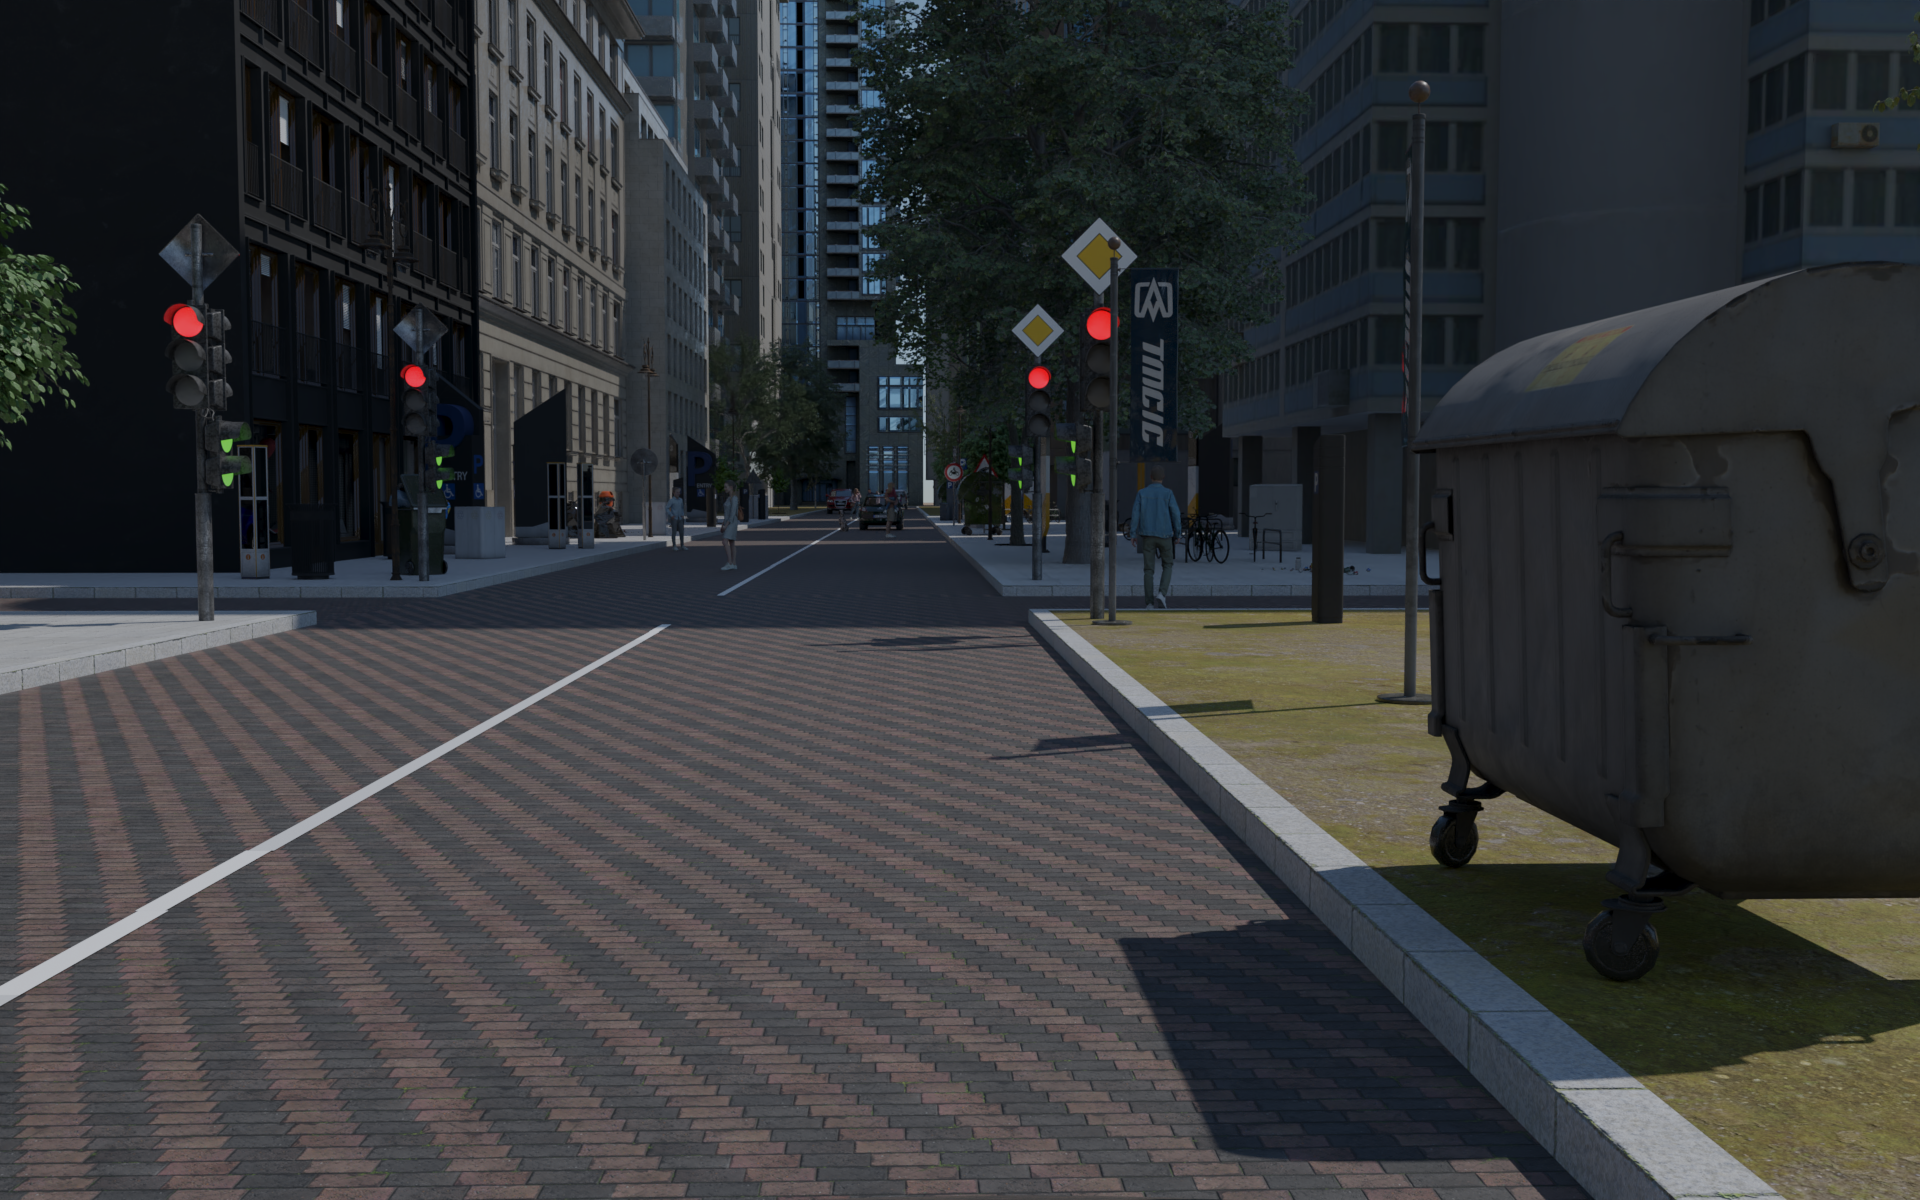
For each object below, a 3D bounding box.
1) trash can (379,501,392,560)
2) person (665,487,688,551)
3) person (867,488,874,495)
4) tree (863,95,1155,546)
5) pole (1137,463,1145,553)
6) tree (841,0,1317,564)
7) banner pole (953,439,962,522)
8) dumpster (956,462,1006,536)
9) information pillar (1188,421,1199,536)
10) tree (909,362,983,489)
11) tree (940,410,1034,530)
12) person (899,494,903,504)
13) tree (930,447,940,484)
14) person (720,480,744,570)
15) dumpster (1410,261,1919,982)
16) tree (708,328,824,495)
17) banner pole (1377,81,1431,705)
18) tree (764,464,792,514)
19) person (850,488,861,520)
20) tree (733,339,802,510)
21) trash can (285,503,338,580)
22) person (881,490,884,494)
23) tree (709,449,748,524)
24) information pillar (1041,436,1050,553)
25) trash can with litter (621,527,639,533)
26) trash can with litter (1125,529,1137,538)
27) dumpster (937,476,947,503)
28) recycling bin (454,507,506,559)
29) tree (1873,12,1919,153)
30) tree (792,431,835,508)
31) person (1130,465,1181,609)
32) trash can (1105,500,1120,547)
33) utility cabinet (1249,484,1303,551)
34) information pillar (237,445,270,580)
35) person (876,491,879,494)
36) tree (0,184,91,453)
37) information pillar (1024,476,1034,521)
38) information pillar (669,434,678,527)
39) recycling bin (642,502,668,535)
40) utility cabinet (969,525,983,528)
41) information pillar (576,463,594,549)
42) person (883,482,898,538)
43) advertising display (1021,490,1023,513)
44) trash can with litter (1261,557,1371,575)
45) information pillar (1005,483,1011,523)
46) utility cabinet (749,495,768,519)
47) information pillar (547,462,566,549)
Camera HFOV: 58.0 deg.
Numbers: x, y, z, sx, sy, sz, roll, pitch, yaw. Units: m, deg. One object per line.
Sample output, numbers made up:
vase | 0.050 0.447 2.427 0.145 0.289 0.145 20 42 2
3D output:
trash can | -11.033 -1.370 34.060 0.748 1.137 0.748 0 3 0
person | -7.204 -2.061 44.013 0.589 1.601 0.330 -3 5 -39
person | -5.256 -5.713 102.364 0.683 1.767 0.568 1 4 17
tree | 1.465 -7.160 42.828 9.928 11.665 9.643 0 3 0
pole | 3.906 -2.663 37.379 0.158 3.312 0.155 0 3 0
tree | 2.251 -7.635 31.482 9.857 13.997 8.962 0 3 0
banner pole | -0.183 -5.461 79.304 0.401 3.779 0.863 -1 4 -23
dumpster | 0.663 -3.165 54.249 1.502 2.255 1.985 0 4 -2
information pillar | 6.961 -3.694 51.749 0.183 3.616 0.504 -1 4 -23
tree | -0.393 -8.866 95.320 4.737 8.622 4.395 0 3 0
tree | 1.562 -4.775 61.792 4.285 4.588 4.351 0 3 0
person | -5.413 -8.858 156.544 0.599 1.433 0.991 0 4 5
tree | -0.206 -7.415 104.948 4.285 4.588 4.351 0 3 0
person | -4.363 -1.434 32.948 0.522 1.701 0.512 -2 4 -24
dumpster | 2.229 0.033 5.217 1.264 1.857 1.865 0 4 -2
tree | -11.699 -9.905 96.358 8.767 10.594 7.601 0 4 -2
banner pole | 2.816 -1.273 10.838 0.401 3.779 0.863 0 4 8
tree | -11.672 -7.202 112.351 1.663 3.219 1.824 0 3 0
person | -5.936 -5.415 97.626 0.593 1.750 0.643 -2 4 -29
tree | -13.479 -14.214 139.056 9.857 13.997 8.962 0 3 0
trash can | -9.757 -0.883 26.098 0.748 1.137 0.748 0 3 0
person | -6.678 -8.578 149.428 1.217 1.739 0.721 0 4 3
tree | -10.109 -4.879 74.369 1.663 3.219 1.824 0 3 0
information pillar | 1.850 -2.837 37.735 0.183 3.616 0.504 -1 4 -12
trash can with litter | -11.650 -2.873 58.028 1.678 1.210 2.233 -1 4 -13
trash can with litter | 5.282 -2.407 50.735 1.055 1.170 0.624 3 5 40
dumpster | -0.366 -5.171 87.034 1.502 2.255 1.985 0 4 -2
recycling bin | -9.555 -1.341 34.481 0.722 1.027 0.722 2 4 25
tree | 10.107 -3.903 14.183 4.737 8.622 4.395 0 3 0
tree | -13.407 -12.672 157.553 4.360 8.622 3.978 0 3 0
person | 2.385 -0.750 21.105 0.601 1.785 0.444 1 4 14
trash can | 3.485 -1.844 41.797 0.748 1.137 0.748 0 3 0
utility cabinet | 7.106 -1.856 39.028 1.173 1.500 0.318 3 4 37
information pillar | -10.634 -1.321 26.085 0.304 2.012 0.304 1 4 19
person | -7.978 -9.676 167.364 0.551 1.740 0.621 3 4 37
tree | -9.252 -1.891 14.632 4.285 4.588 4.351 0 3 0
information pillar | 3.293 -5.583 82.632 0.504 3.616 0.183 -1 4 -8
information pillar | -11.116 -4.643 67.274 0.183 3.616 0.504 -3 5 -44
recycling bin | -9.519 -2.541 54.100 0.722 1.027 0.722 0 4 -4
utility cabinet | 0.611 -3.318 65.416 0.306 1.237 1.020 -1 4 -18
information pillar | -8.802 -2.215 40.708 0.304 2.012 0.304 -2 4 -34
person | -2.280 -2.984 57.265 0.573 1.828 0.580 -2 4 -28
advertising display | 1.957 -3.196 57.464 0.123 1.923 0.974 1 4 12
trash can with litter | 5.952 -1.063 28.439 1.678 1.210 2.233 0 4 -2
information pillar | 2.108 -5.301 78.027 0.504 3.616 0.183 0 4 -3
utility cabinet | -10.445 -4.802 89.673 1.020 1.237 0.306 0 4 -3
information pillar | -9.376 -2.188 40.265 0.304 2.012 0.304 1 4 18
